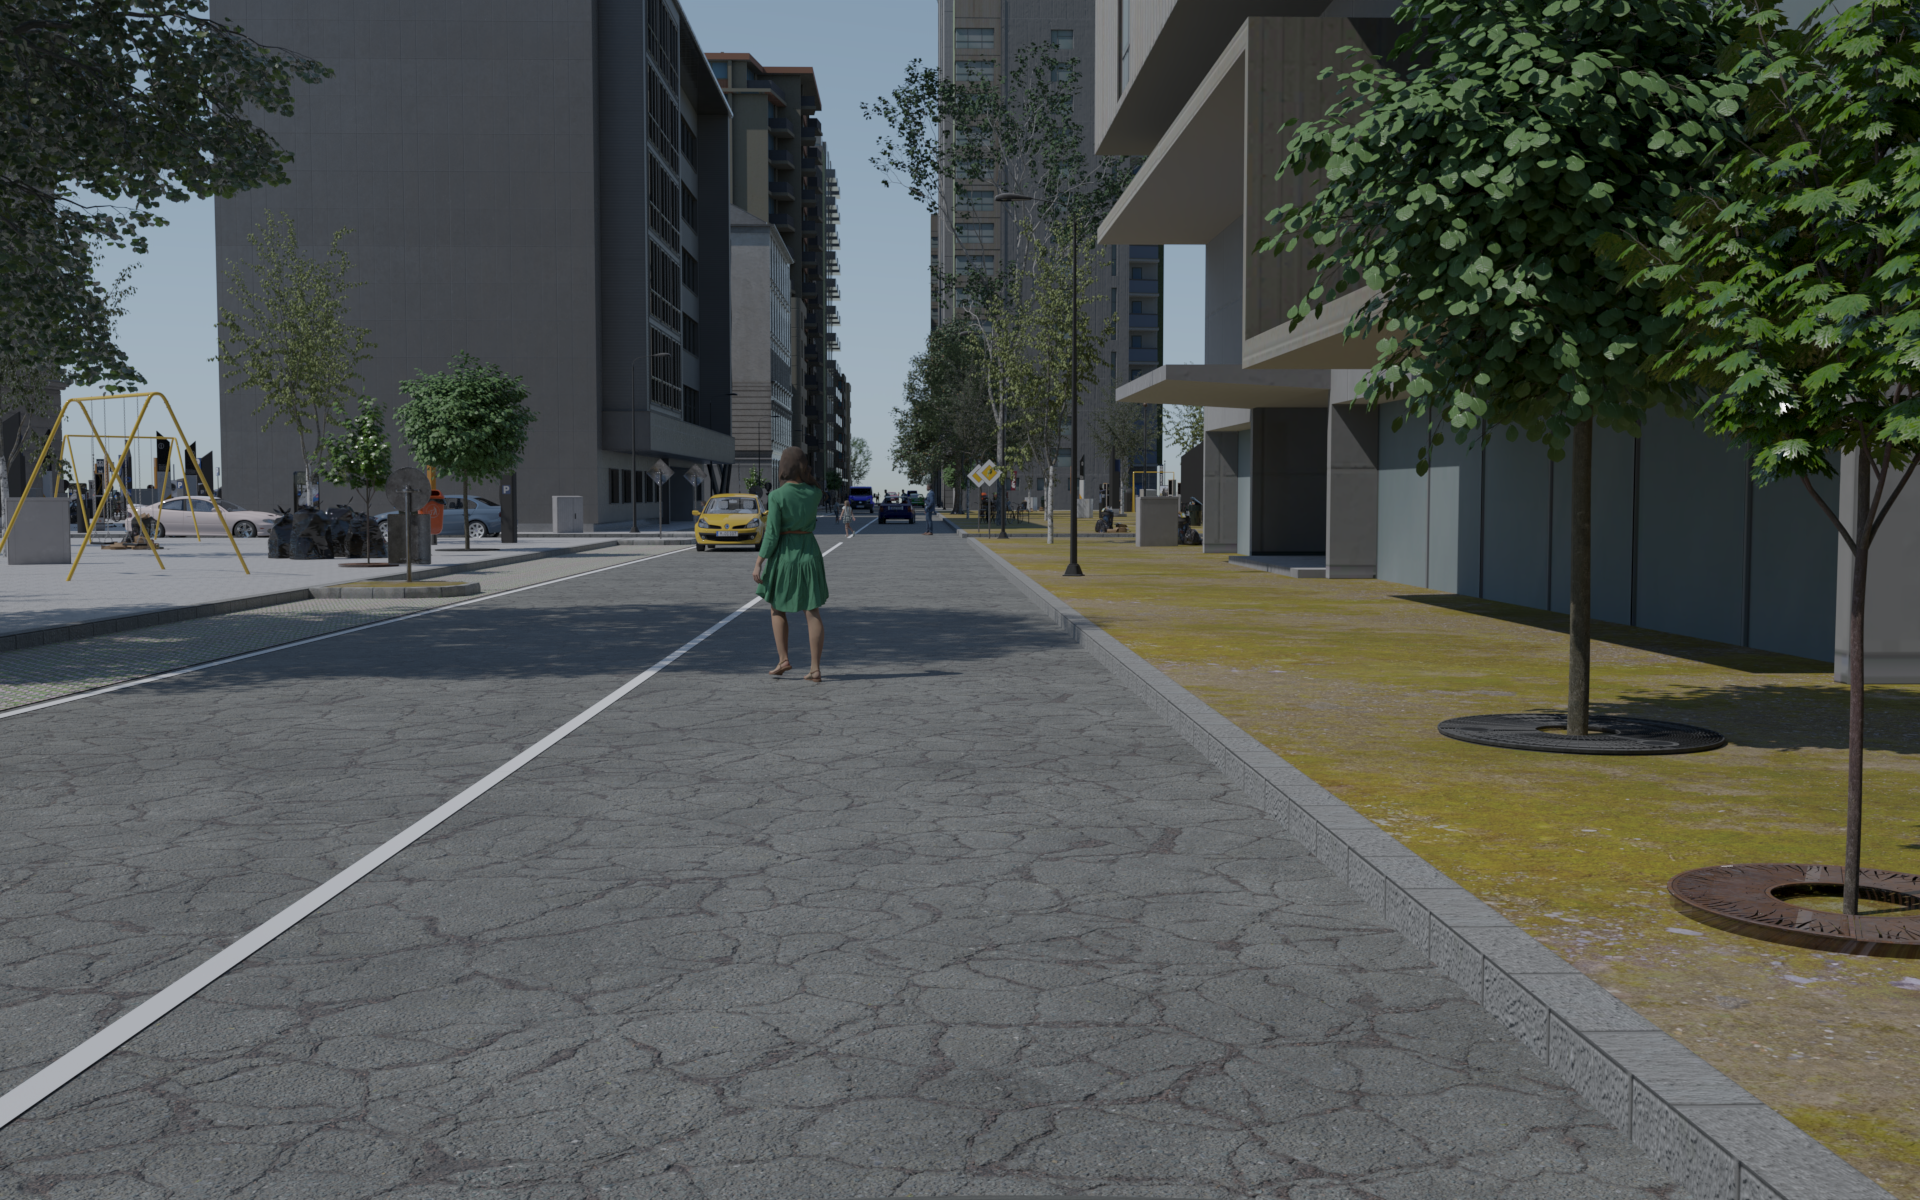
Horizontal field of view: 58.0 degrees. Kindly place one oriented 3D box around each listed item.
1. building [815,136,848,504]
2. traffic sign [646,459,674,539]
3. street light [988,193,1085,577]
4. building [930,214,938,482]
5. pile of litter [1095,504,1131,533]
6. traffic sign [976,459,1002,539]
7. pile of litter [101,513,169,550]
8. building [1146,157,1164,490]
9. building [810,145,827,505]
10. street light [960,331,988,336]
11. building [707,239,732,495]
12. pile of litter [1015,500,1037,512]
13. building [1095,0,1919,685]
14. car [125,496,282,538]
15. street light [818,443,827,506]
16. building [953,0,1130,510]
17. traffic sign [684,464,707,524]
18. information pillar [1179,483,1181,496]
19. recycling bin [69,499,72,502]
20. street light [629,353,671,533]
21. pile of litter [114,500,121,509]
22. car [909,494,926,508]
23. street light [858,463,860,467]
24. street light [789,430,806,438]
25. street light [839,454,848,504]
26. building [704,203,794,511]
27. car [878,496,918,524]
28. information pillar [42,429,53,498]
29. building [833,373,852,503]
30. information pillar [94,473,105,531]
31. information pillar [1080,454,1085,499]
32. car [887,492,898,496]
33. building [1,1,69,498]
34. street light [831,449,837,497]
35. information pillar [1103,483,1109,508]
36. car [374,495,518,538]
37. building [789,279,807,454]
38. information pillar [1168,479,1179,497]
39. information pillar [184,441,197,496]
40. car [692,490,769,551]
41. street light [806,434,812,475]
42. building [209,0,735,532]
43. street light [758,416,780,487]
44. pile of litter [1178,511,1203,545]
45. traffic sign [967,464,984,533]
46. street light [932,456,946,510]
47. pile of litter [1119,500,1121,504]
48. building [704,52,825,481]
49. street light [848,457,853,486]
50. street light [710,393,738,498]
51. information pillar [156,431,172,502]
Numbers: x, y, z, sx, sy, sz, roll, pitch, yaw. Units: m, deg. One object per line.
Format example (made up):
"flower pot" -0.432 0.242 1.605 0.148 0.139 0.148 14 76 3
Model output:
"building" -27.308 -37.397 231.049 23.786 49.044 30.456 0 4 -2
"traffic sign" -8.550 -2.801 49.431 0.795 2.450 0.064 0 4 -2
"street light" 1.237 -3.326 26.924 1.470 5.913 1.316 0 4 -2
"building" 2.673 -34.900 254.202 14.154 41.232 14.086 0 4 -2
"pile of litter" 5.183 -2.696 58.047 1.719 0.858 1.176 -3 5 -43
"traffic sign" 0.842 -2.815 49.665 0.795 2.450 0.064 0 4 -2
"pile of litter" -19.143 -1.601 40.144 1.719 0.858 1.176 3 4 37
"building" 8.733 -38.110 165.091 21.231 58.520 28.212 0 4 -2
"building" -22.698 -31.419 197.292 14.154 41.232 14.086 0 4 -2
"street light" 0.700 -4.714 49.611 1.470 5.913 1.316 0 4 -2
"building" -21.334 -14.011 96.540 16.820 18.784 16.811 0 4 -2
"pile of litter" 4.801 -6.819 125.462 1.719 0.858 1.176 0 4 -6
"building" 16.670 -26.594 24.057 28.713 52.752 27.495 0 4 -2
"car" -23.295 -2.529 53.714 4.827 1.381 2.083 0 4 0
"street light" -12.898 -11.254 156.536 1.470 5.913 1.316 0 4 -2
"building" 6.410 -28.151 143.859 14.154 41.232 14.086 0 4 -2
"traffic sign" -8.766 -3.289 57.414 0.795 2.450 0.064 0 4 -2
"information pillar" 13.997 -6.452 109.989 0.304 2.012 0.304 3 4 38
"recycling bin" -48.227 -4.936 93.265 0.722 1.027 0.722 -2 4 -31
"street light" -10.224 -5.177 57.192 1.470 5.913 1.316 0 4 -2
"pile of litter" -58.416 -6.464 119.656 1.176 0.858 1.719 0 4 -6
"car" -4.477 -10.387 178.625 1.959 1.807 4.718 0 4 -3
"street light" -15.720 -17.697 261.886 1.470 5.913 1.316 0 4 -2
"street light" -12.079 -9.324 124.982 1.470 5.913 1.316 0 4 -2
"street light" -14.105 -14.020 201.775 1.470 5.913 1.316 0 4 -2
"building" -17.021 -16.576 120.171 9.793 20.994 18.267 0 4 -2
"car" -3.046 -4.372 84.062 1.945 1.354 3.894 0 4 0
"information pillar" -32.851 -4.343 62.363 0.504 3.616 0.183 2 4 33
"building" -30.770 -25.492 261.826 27.650 21.520 28.899 0 4 -2
"information pillar" -30.062 -3.426 60.502 0.304 2.012 0.304 -2 4 -27
"information pillar" 7.202 -6.764 101.953 0.183 3.616 0.504 -2 4 -24
"car" -11.373 -17.152 289.100 2.281 1.827 5.304 0 4 -3
"building" -47.051 -16.825 62.482 23.554 28.519 14.401 0 4 -2
"street light" -13.568 -12.643 179.248 1.470 5.913 1.316 0 4 -2
"information pillar" 9.913 -6.894 117.205 0.304 2.012 0.304 -3 5 -44
"car" -16.146 -2.576 54.114 4.499 1.417 2.014 0 4 0
"building" -27.695 -18.445 146.615 27.650 21.520 28.899 0 4 -2
"information pillar" 10.672 -5.057 87.180 0.304 2.012 0.304 3 5 43
"information pillar" -33.720 -5.177 75.997 0.504 3.616 0.183 0 4 -7
"car" -5.807 -2.099 44.540 2.015 1.641 3.980 0 4 -2
"street light" -12.288 -9.876 134.011 1.470 5.913 1.316 0 4 -2
"building" -18.069 -15.489 72.309 14.314 24.678 30.058 0 4 -2
"street light" -11.332 -7.946 102.461 1.470 5.913 1.316 0 4 -2
"pile of litter" 5.747 -1.824 43.793 1.176 0.858 1.719 -2 4 -29
"traffic sign" 0.625 -3.303 57.647 0.795 2.450 0.064 0 4 -2
"street light" -1.811 -10.287 140.733 1.470 5.913 1.316 0 4 -2
"pile of litter" 11.868 -7.207 131.807 1.176 0.858 1.719 -2 4 -24
"building" -25.234 -31.824 174.947 22.147 44.769 28.867 0 4 -2
"street light" -14.476 -14.942 216.837 1.470 5.913 1.316 0 4 -2
"street light" -10.911 -6.555 79.715 1.470 5.913 1.316 0 4 -2
"information pillar" -29.491 -4.453 64.155 0.183 3.616 0.504 3 5 41
